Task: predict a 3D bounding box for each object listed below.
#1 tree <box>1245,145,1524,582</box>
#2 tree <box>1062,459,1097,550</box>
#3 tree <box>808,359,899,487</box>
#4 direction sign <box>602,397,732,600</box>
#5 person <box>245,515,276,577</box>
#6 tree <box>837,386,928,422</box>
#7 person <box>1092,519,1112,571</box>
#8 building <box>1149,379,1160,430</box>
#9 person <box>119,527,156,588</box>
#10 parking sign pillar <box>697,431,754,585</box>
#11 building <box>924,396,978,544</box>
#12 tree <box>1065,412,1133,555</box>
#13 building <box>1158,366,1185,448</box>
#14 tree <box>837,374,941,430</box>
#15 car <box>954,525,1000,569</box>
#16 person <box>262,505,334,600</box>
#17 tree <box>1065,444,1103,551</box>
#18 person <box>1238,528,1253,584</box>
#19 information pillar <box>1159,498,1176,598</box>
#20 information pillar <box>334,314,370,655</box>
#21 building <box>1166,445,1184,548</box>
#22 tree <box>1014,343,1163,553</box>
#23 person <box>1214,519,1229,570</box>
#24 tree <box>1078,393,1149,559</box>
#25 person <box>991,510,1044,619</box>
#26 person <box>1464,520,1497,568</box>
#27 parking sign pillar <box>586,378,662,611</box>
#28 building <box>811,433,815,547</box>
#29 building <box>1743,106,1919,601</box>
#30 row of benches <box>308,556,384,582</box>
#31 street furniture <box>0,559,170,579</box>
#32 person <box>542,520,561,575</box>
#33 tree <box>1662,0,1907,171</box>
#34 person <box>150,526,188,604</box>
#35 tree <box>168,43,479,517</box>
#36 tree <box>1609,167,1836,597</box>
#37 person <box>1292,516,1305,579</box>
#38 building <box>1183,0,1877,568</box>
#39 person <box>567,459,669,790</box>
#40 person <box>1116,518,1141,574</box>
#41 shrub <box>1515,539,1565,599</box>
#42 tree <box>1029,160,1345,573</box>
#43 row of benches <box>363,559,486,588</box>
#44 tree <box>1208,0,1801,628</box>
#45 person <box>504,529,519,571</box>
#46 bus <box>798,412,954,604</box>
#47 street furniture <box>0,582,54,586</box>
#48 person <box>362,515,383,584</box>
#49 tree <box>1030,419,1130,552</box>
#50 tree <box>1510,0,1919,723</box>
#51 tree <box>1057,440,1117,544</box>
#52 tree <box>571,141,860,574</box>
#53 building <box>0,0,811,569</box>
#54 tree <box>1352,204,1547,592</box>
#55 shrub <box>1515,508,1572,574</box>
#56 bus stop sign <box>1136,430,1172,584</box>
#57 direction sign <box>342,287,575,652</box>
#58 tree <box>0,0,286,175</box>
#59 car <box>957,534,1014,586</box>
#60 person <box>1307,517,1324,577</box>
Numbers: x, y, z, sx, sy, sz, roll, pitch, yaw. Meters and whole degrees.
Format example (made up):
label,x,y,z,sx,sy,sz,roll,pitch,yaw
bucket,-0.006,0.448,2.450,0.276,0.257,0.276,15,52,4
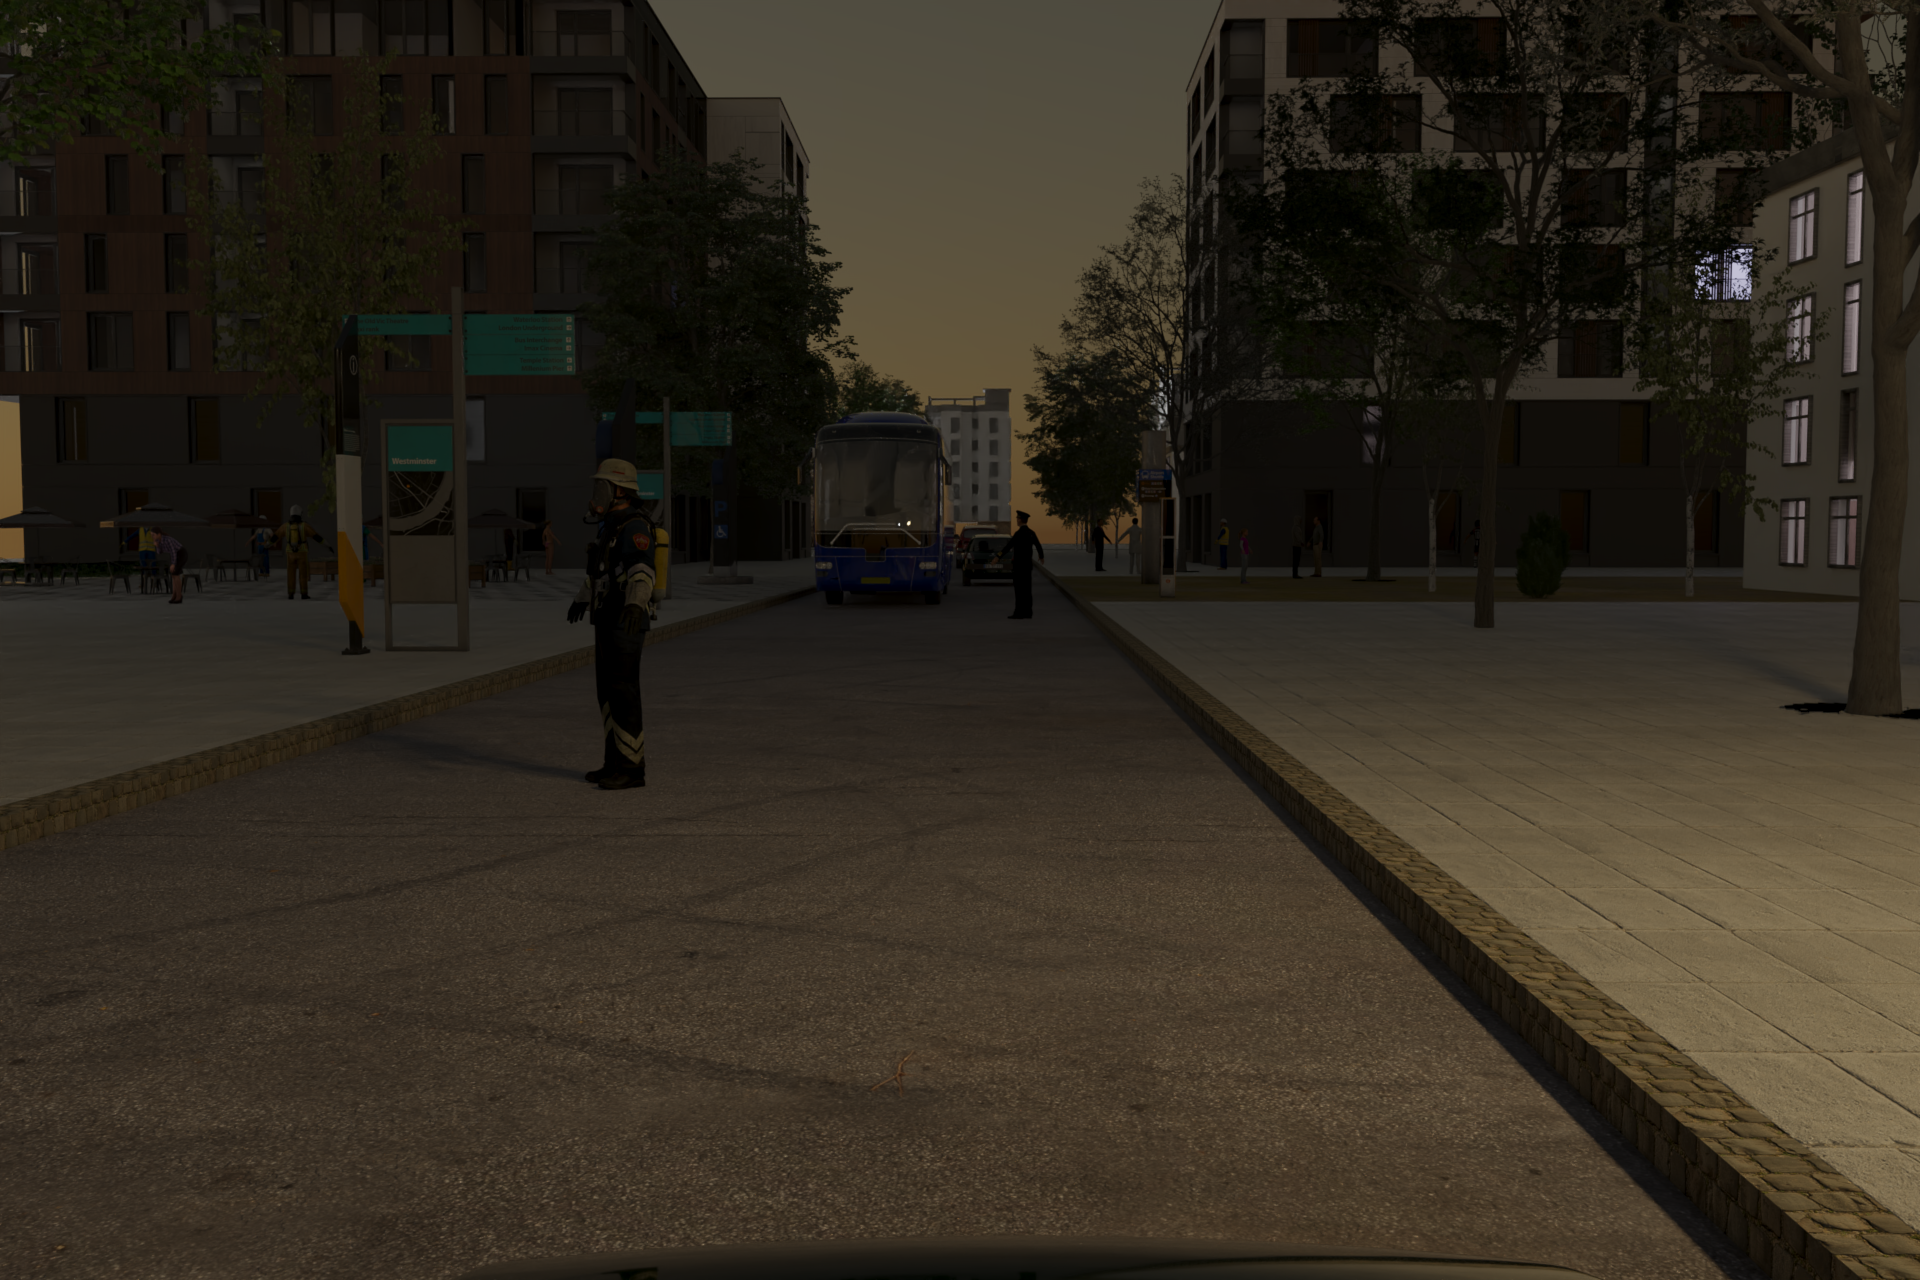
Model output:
label,x,y,z,sx,sy,sz,roll,pitch,yaw
tree,11.384,-7.391,46.601,9.928,11.665,9.643,0,3,0
tree,9.732,-11.470,137.890,4.360,8.622,3.978,0,3,0
tree,-7.009,-10.814,102.570,9.928,11.665,9.643,0,3,0
direction sign,-5.694,-2.789,34.358,2.525,3.948,1.411,0,4,1
person,-20.978,-2.828,52.097,1.347,1.847,0.705,2,4,31
tree,-6.001,-11.967,121.422,9.928,11.665,9.643,0,3,0
person,4.846,-3.275,59.778,0.704,1.802,1.346,2,4,33
building,27.847,-21.558,208.899,16.016,20.090,11.380,0,4,2
person,-19.466,-2.140,41.459,1.216,1.772,0.721,-1,4,-10
parking sign pillar,-6.052,-3.433,44.597,1.447,3.967,1.447,0,4,2
building,-4.415,-22.682,229.722,11.380,20.090,16.016,0,4,6
tree,8.110,-9.495,105.602,4.360,8.622,3.978,0,3,0
building,27.236,-20.574,192.806,16.016,20.090,11.380,0,4,2
tree,-6.120,-14.242,139.508,9.857,13.997,8.962,0,3,0
car,0.863,-3.970,73.575,2.281,1.827,5.304,0,4,1
person,-13.015,-1.728,34.021,1.354,1.858,0.705,-1,4,-9
tree,8.765,-11.122,132.210,4.360,8.622,3.978,0,3,0
person,7.387,-2.161,44.598,0.599,1.433,0.991,1,4,22
information pillar,4.192,-1.865,34.991,0.304,2.012,0.304,0,4,0
information pillar,-6.459,-1.649,18.324,0.183,3.616,0.504,0,4,2
building,24.407,-13.546,163.627,9.099,9.664,28.070,0,4,2
tree,8.744,-12.750,115.114,9.857,13.997,8.962,0,3,0
person,9.417,-3.433,62.105,0.705,1.833,1.349,2,4,25
tree,8.207,-8.596,90.907,4.737,8.622,4.395,0,3,0
person,1.039,-1.279,29.308,0.705,1.837,1.347,3,5,41
person,19.582,-3.619,65.313,1.345,1.843,0.704,3,5,44
parking sign pillar,-5.813,-2.500,29.350,1.447,3.967,1.447,0,4,0
building,-23.498,-20.240,161.857,19.493,23.208,18.063,0,4,1
building,22.718,-5.184,26.901,9.099,9.664,28.070,0,4,1
row of benches,-16.747,-2.016,48.428,1.422,0.672,4.104,1,4,19
street furniture,-28.425,-2.165,51.021,10.072,0.657,5.734,-2,4,-32
person,-12.925,-2.936,54.814,0.721,1.733,1.217,-3,4,-38
tree,28.247,-12.014,52.313,12.611,20.169,13.585,0,3,0
person,-14.504,-1.377,31.791,0.421,1.427,0.697,2,4,32
tree,-9.209,-4.591,25.431,4.737,8.622,4.395,0,3,0
tree,14.966,-5.177,35.005,4.737,8.622,4.395,0,3,0
person,9.732,-2.676,49.874,0.705,1.813,1.348,0,4,5
building,24.381,-14.559,82.006,27.936,21.610,32.646,0,4,2
person,-1.966,-0.098,9.844,0.705,1.856,1.354,-2,4,-26
person,5.618,-3.013,55.451,1.347,1.806,0.705,1,4,21
shrub,11.530,-1.430,34.500,1.383,1.207,1.383,0,3,0
tree,7.445,-9.017,57.800,12.009,13.543,11.850,0,3,0
row of benches,-13.210,-1.620,41.958,4.104,0.672,1.422,2,4,24
tree,6.955,-5.429,23.182,8.767,10.594,7.601,3,4,38
person,-15.689,-3.319,60.395,0.704,1.812,1.346,-2,4,-30
bus,-1.509,-2.870,38.479,2.896,3.916,12.251,0,4,1
street furniture,-25.565,-1.695,34.568,9.812,1.723,11.010,2,4,32
person,-15.381,-2.343,44.435,1.347,1.817,0.704,1,4,19
tree,9.267,-11.657,124.998,8.767,10.594,7.601,0,4,2
tree,6.581,-6.204,11.809,12.009,13.543,11.850,0,3,0
tree,16.628,-19.570,226.621,9.857,13.997,8.962,0,3,0
tree,-7.900,-9.120,55.768,9.857,13.997,8.962,0,3,0
building,-22.353,-14.399,79.394,27.936,21.610,32.646,0,4,1
tree,10.560,-5.399,38.644,4.360,8.622,3.978,0,3,0
shrub,16.782,-2.775,49.797,1.690,2.028,1.600,0,3,0
bus stop sign,4.952,-3.380,44.282,0.837,3.901,0.837,0,4,0
direction sign,-5.416,-1.874,19.395,2.525,3.948,1.411,0,4,2
tree,-8.979,-5.328,12.861,9.928,11.665,9.643,0,3,0
car,0.916,-2.402,49.059,2.009,1.686,4.222,0,4,0
person,10.680,-2.788,51.862,0.705,1.796,1.348,0,4,-5
